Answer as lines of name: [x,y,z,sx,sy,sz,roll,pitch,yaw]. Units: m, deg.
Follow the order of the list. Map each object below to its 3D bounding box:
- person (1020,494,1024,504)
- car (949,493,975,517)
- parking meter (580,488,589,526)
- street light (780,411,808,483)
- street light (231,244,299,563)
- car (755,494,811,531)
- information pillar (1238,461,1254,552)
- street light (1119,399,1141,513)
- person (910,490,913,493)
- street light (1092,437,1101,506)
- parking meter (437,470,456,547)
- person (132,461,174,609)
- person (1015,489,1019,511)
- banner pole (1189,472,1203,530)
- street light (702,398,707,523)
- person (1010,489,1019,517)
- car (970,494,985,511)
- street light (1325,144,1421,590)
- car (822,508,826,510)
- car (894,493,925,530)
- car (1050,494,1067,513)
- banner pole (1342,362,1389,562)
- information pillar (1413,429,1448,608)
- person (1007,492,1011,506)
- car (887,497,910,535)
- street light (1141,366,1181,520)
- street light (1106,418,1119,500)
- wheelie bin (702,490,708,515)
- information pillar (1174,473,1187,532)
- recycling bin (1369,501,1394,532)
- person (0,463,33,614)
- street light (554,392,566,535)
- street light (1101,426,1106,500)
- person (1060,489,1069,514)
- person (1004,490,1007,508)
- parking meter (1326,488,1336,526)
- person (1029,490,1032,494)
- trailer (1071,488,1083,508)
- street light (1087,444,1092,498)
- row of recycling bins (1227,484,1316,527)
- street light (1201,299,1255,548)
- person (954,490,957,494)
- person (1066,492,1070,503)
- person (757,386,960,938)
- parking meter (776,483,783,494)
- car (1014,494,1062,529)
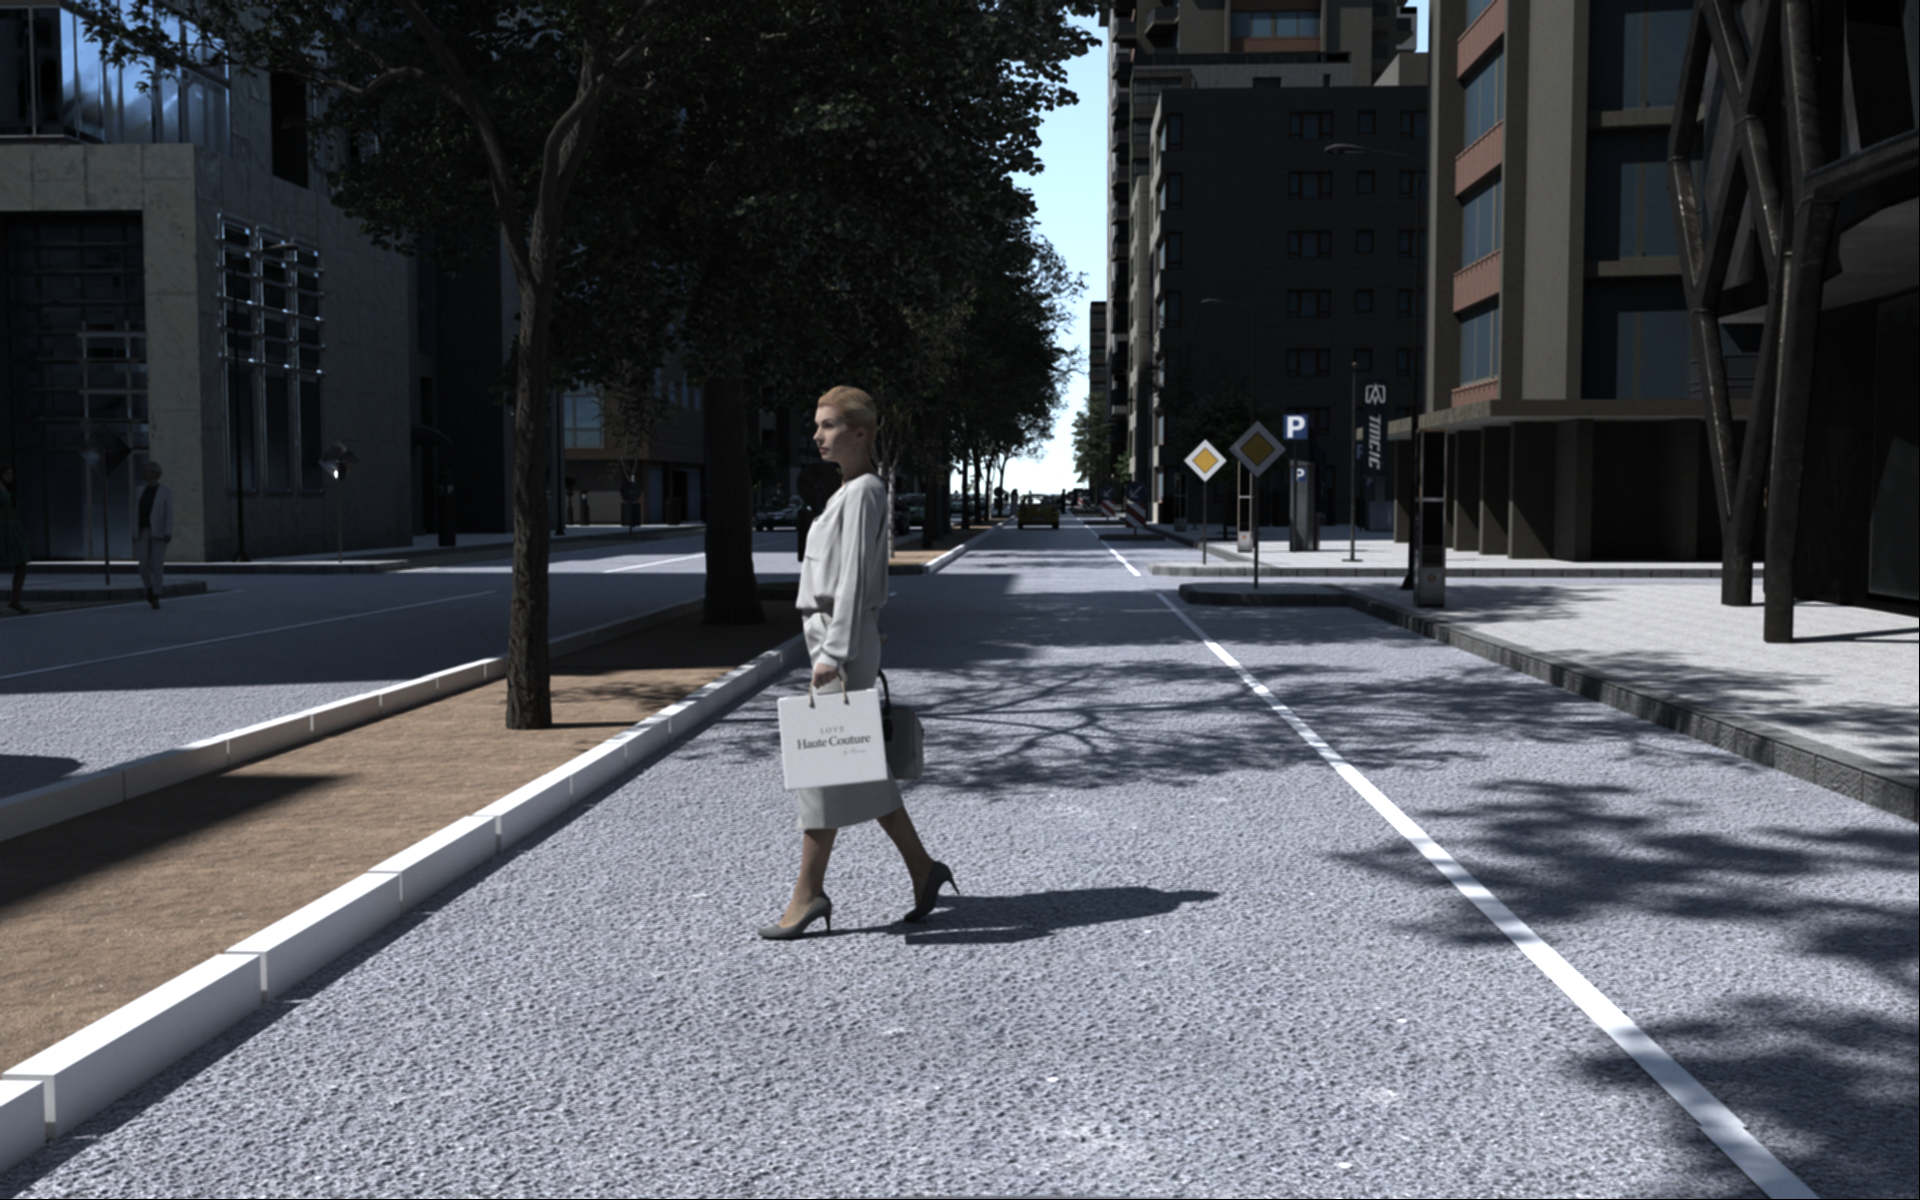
person: [8.801,-14.272,245.029,0.628,1.438,0.799,3,5,39]
car: [-0.018,-6.215,110.403,1.959,1.807,4.718,0,4,3]
parking meter: [-15.174,-3.766,69.978,0.372,1.533,0.369,0,3,0]
street light: [-9.518,-7.628,97.266,1.470,5.913,1.316,0,4,3]
street light: [-12.944,-3.655,32.295,1.470,5.913,1.316,0,4,3]
car: [-6.887,-3.439,68.020,2.131,1.459,4.920,0,4,2]
information pillar: [6.297,-2.059,38.157,0.304,2.012,0.304,1,4,19]
street light: [8.700,-6.864,84.764,1.470,5.913,1.316,0,4,3]
person: [-3.764,-7.890,138.291,0.721,1.735,1.217,-3,4,-37]
street light: [11.627,-10.227,139.758,1.470,5.913,1.316,0,4,3]
parking meter: [-12.551,-2.238,42.308,0.255,1.863,0.399,2,4,25]
person: [-10.181,-0.825,21.867,0.514,1.842,0.818,-1,4,-19]
person: [4.051,-7.234,126.715,0.705,1.831,1.348,-1,4,-20]
banner pole: [8.490,-4.388,61.757,0.401,3.779,0.863,-1,4,-20]
street light: [-10.628,-6.317,75.820,1.470,5.913,1.316,0,4,3]
person: [3.413,-6.117,109.185,0.621,1.740,0.551,3,4,37]
car: [1.290,-7.183,129.239,2.131,1.459,4.920,0,4,1]
street light: [5.545,-3.095,23.151,1.470,5.913,1.316,0,4,3]
car: [-5.640,-4.396,81.469,1.945,1.707,3.694,0,4,2]
car: [-2.040,-3.640,68.315,1.959,1.807,4.718,0,4,2]
car: [7.112,-7.411,132.974,2.131,1.459,4.920,0,4,4]
banner pole: [7.712,-2.622,32.890,0.863,3.779,0.401,1,4,9]
information pillar: [5.329,-0.926,19.626,0.304,2.012,0.304,0,4,4]
person: [5.659,-12.112,207.360,0.721,1.723,1.217,3,5,42]
car: [-2.726,-3.004,61.701,1.945,1.354,3.894,0,4,2]
street light: [7.419,-5.526,62.887,1.470,5.913,1.316,0,4,3]
street light: [9.901,-8.175,106.205,1.470,5.913,1.316,0,4,3]
wheelie bin: [-11.191,-4.277,77.844,0.693,1.594,0.980,2,4,24]
information pillar: [7.538,-3.347,59.212,0.304,2.012,0.304,-2,4,-32]
recycling bin: [14.441,-2.845,59.070,0.722,1.027,0.722,-3,5,-44]
person: [-11.365,-0.724,20.588,0.529,1.795,0.600,0,4,2]
street light: [-11.926,-4.967,53.746,1.470,5.913,1.316,0,4,3]
street light: [10.580,-8.915,118.309,1.470,5.913,1.316,0,4,3]
person: [7.594,-7.196,126.165,0.705,1.823,1.348,-1,4,-22]
person: [4.528,-10.140,174.309,0.705,1.822,1.348,0,4,-2]
parking meter: [14.995,-3.766,69.977,0.372,1.533,0.369,0,3,0]
person: [6.702,-9.626,165.964,0.705,1.814,1.350,-3,5,-44]
trailer: [11.994,-10.338,176.081,1.471,1.999,3.904,0,4,2]
street light: [12.830,-11.539,161.199,1.470,5.913,1.316,0,4,3]
row of recycling bins: [12.392,-3.778,68.876,3.534,1.692,1.069,0,4,-4]
street light: [6.453,-4.214,41.434,1.470,5.913,1.316,0,4,3]
person: [-0.332,-9.278,160.328,0.705,1.807,1.348,3,5,42]
person: [15.297,-14.355,243.735,0.617,1.759,0.750,3,5,39]
person: [-0.326,0.197,5.633,0.624,1.780,0.694,0,4,7]
parking meter: [-9.807,-5.408,94.138,0.255,1.863,0.399,1,4,21]
car: [3.251,-3.797,72.303,2.015,1.641,3.980,0,4,1]
